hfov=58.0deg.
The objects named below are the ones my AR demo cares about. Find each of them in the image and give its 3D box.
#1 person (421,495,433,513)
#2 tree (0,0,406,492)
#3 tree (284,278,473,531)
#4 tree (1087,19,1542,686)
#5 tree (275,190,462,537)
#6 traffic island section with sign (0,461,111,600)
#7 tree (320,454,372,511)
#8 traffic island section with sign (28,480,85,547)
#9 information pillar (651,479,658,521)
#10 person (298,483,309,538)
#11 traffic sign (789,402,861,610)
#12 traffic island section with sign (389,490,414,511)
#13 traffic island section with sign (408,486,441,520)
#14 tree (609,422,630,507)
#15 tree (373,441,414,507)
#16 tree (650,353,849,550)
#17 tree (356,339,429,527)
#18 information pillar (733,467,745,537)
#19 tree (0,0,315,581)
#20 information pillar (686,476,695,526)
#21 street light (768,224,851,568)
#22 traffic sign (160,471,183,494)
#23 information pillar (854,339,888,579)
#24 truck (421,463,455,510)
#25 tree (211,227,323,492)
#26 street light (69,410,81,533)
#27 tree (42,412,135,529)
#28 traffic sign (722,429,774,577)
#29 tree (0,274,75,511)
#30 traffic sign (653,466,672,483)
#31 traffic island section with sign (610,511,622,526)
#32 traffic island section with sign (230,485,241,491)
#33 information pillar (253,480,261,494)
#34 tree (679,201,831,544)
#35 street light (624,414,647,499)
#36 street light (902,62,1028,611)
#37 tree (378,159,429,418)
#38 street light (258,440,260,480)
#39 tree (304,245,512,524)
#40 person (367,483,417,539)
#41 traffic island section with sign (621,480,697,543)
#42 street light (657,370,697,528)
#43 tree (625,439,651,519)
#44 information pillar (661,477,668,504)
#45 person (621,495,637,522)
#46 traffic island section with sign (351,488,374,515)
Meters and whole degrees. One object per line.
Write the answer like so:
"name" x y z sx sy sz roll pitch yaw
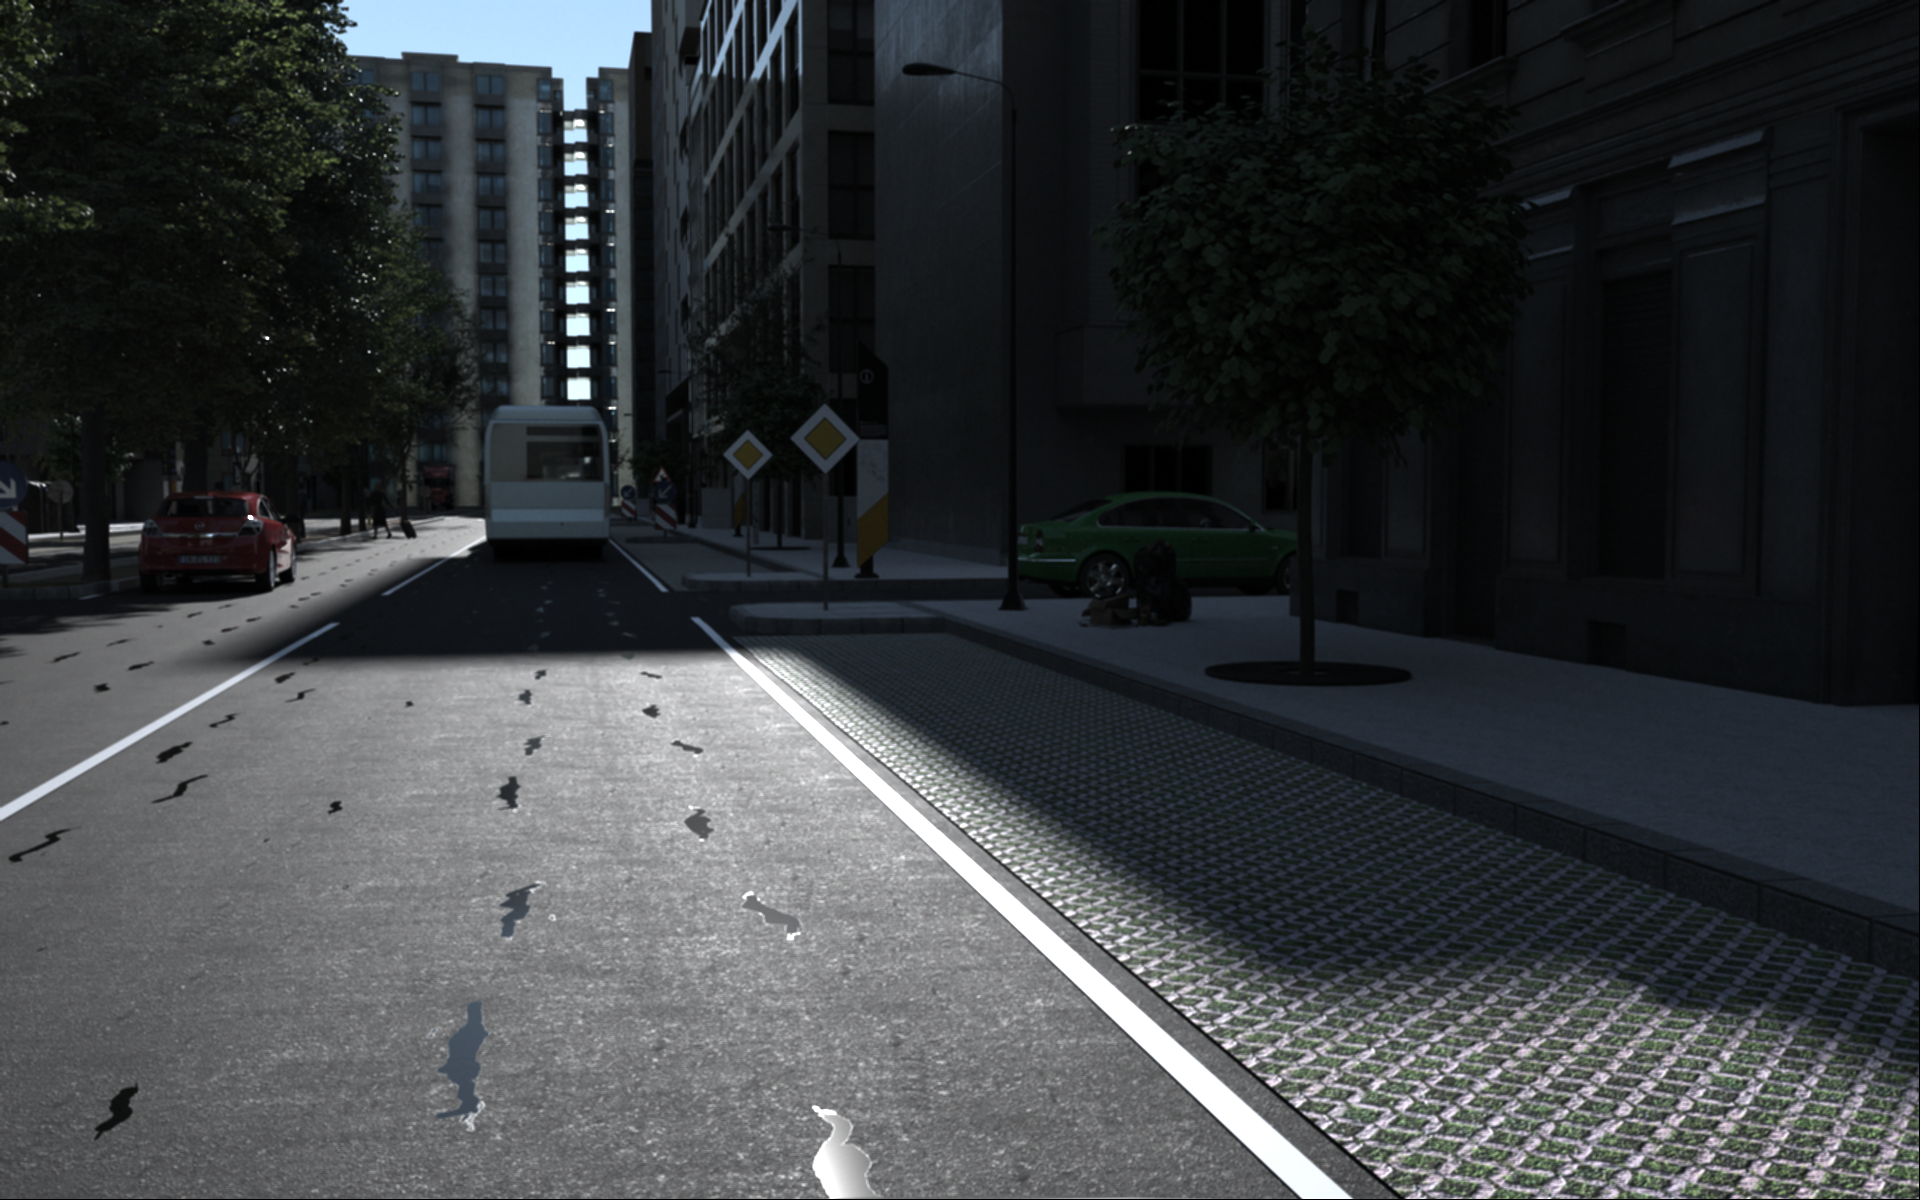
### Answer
"person" -40.295 -7.429 130.697 1.217 1.736 0.721 1 4 21
"tree" -16.003 -7.750 35.831 9.857 13.997 8.962 0 3 0
"tree" -23.019 -7.936 66.616 8.767 10.594 7.601 -1 4 -13
"tree" 2.515 -1.742 12.198 4.285 4.588 4.351 0 3 0
"tree" -20.615 -7.942 58.057 9.928 11.665 9.643 0 3 0
"traffic island section with sign" -13.215 -0.987 24.270 2.006 1.907 1.989 -1 4 -13
"tree" -49.789 -9.657 141.610 4.285 4.588 4.351 0 3 0
"traffic island section with sign" -24.617 -2.362 47.247 1.989 1.847 2.006 -1 4 -13
"information pillar" -14.519 -4.764 82.378 0.304 2.012 0.304 -1 4 -19
"person" -21.198 -2.879 55.751 0.419 1.800 0.721 -1 4 -19
"traffic sign" -1.483 -0.942 19.046 0.795 2.450 0.064 -1 4 -13
"traffic island section with sign" -48.334 -8.638 149.853 1.989 1.847 2.006 -1 4 -13
"traffic island section with sign" -30.147 -5.465 97.483 2.006 1.907 1.989 -1 4 -13
"tree" -35.609 -13.821 176.331 4.360 8.622 3.978 0 3 0
"tree" -56.110 -13.535 171.662 4.360 8.622 3.978 0 3 0
"tree" -4.141 -3.452 40.154 4.285 4.588 4.351 0 3 0
"tree" -24.653 -7.394 73.717 4.737 8.622 4.395 0 3 0
"information pillar" -6.622 -3.703 51.904 0.183 3.616 0.504 -3 4 -36
"tree" -13.490 -6.489 26.679 7.486 12.596 7.792 0 3 0
"information pillar" -10.998 -4.050 70.710 0.304 2.012 0.304 -1 4 -23
"street light" -2.618 -3.519 30.073 1.470 5.913 1.316 -1 4 -13
"traffic sign" -32.564 -4.374 71.526 0.884 2.594 0.081 -1 4 -11
"information pillar" -1.344 -2.139 26.322 0.504 3.616 0.183 -1 4 -17
"truck" -48.391 -10.524 160.976 2.839 4.237 11.283 -1 4 -14
"tree" -17.948 -5.532 43.260 4.737 8.622 4.395 0 3 0
"street light" -28.810 -5.187 57.349 1.470 5.913 1.316 -1 4 -13
"tree" -32.001 -4.885 63.583 4.285 4.588 4.351 0 3 0
"traffic sign" -3.281 -1.418 26.827 0.795 2.450 0.064 -1 4 -13
"tree" -28.966 -6.282 53.075 4.737 8.622 4.395 0 3 0
"traffic sign" -13.720 -4.880 79.790 0.884 2.594 0.081 -1 4 -9
"traffic island section with sign" -15.037 -4.231 77.801 1.989 1.847 2.006 -1 4 -13
"traffic island section with sign" -30.702 -3.973 73.589 1.989 1.847 2.006 -1 4 -13
"information pillar" -37.168 -5.330 91.642 0.304 2.012 0.304 -3 4 -38
"tree" -5.258 -5.741 44.233 4.360 8.622 3.978 0 3 0
"street light" -18.748 -7.817 100.351 1.470 5.913 1.316 -1 4 -13
"street light" 0.062 -2.838 18.936 1.470 5.913 1.316 -1 4 -13
"tree" -19.189 -7.875 49.336 7.486 12.596 7.792 0 3 0
"street light" -36.997 -7.358 92.846 1.470 5.913 1.316 -1 4 -13
"tree" -26.617 -10.386 82.633 12.009 13.543 11.850 0 3 0
"person" -18.259 -2.859 55.460 1.509 1.804 0.699 1 4 12
"traffic island section with sign" -8.812 -2.584 50.877 1.989 1.847 2.006 -1 4 -13
"street light" -10.628 -5.657 65.029 1.470 5.913 1.316 -1 4 -13
"tree" -15.597 -6.494 89.897 4.285 4.588 4.351 0 3 0
"information pillar" -12.748 -4.300 74.795 0.304 2.012 0.304 0 4 -8
"person" -16.067 -4.592 84.059 0.782 1.767 0.515 -1 4 -10
"traffic island section with sign" -42.002 -6.964 122.485 1.989 1.847 2.006 -1 4 -13
